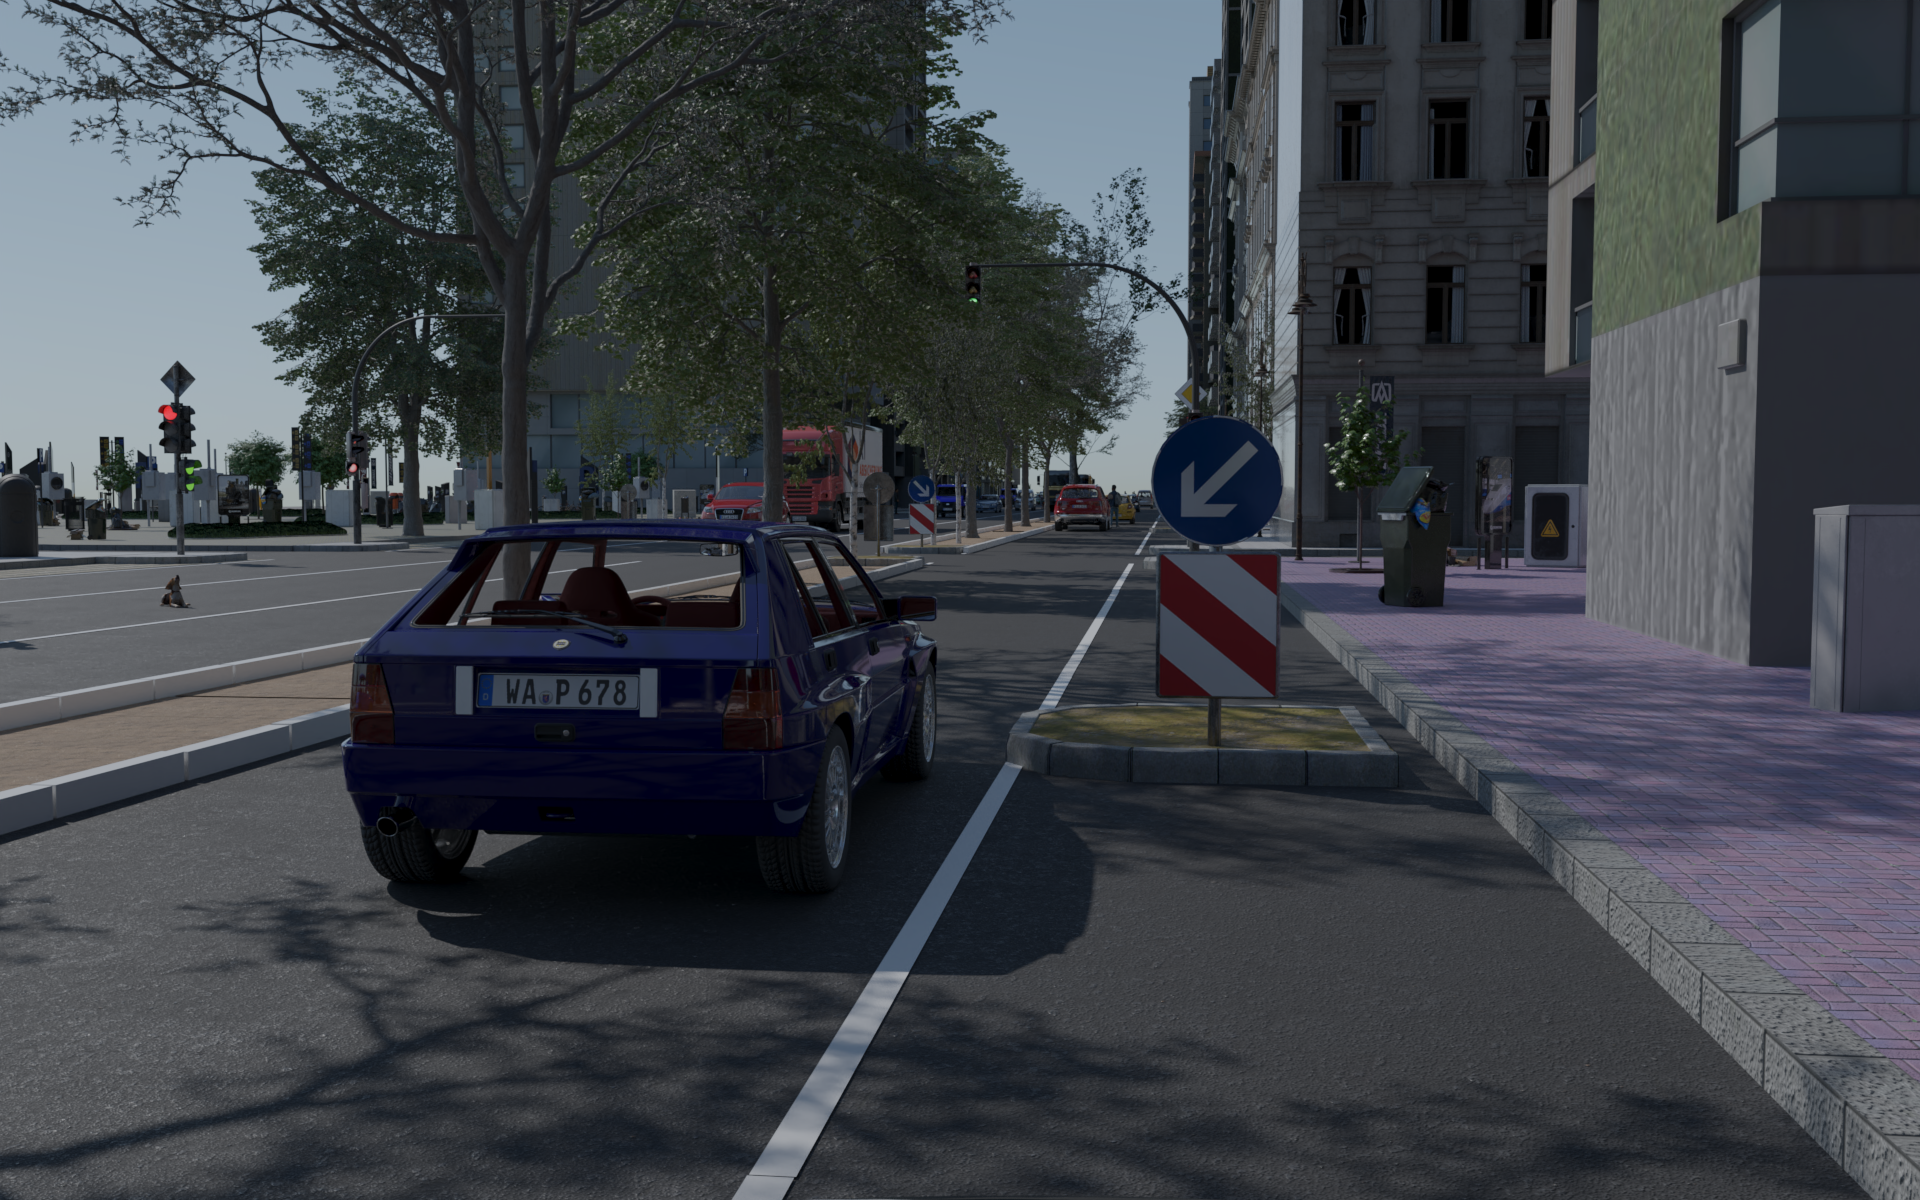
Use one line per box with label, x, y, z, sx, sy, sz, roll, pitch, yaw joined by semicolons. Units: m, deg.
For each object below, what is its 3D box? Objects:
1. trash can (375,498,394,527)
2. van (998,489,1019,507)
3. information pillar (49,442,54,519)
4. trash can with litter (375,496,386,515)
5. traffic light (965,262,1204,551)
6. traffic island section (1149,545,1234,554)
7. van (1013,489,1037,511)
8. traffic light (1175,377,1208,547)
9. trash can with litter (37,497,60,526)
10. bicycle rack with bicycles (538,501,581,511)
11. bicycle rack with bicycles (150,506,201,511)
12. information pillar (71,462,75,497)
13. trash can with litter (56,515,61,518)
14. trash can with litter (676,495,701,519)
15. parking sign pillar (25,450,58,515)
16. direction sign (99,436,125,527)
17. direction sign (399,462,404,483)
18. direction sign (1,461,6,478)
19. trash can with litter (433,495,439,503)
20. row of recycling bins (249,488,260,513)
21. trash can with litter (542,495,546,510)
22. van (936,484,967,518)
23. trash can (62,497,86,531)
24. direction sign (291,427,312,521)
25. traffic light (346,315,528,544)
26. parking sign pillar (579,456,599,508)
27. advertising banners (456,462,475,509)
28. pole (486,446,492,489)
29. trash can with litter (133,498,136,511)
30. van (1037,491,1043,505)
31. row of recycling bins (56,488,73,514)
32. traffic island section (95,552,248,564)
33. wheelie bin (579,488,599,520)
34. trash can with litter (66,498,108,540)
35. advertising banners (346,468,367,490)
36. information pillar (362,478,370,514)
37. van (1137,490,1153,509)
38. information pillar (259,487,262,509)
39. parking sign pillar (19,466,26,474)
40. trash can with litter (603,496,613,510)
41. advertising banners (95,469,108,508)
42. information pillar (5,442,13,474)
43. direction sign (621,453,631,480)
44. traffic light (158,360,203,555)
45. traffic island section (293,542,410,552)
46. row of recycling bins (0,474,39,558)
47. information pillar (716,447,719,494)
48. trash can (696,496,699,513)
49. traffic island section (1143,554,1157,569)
trash can;-22.203;-3.376;66.843;0.748;1.137;0.748;0;3;0
van;5.391;-11.203;187.550;2.240;2.365;5.245;0;4;8
information pillar;-40.604;-5.266;77.453;0.183;3.616;0.504;-1;4;-19
trash can with litter;-32.867;-5.338;98.656;1.055;1.170;0.624;3;5;43
traffic light;2.488;-3.629;34.001;4.771;5.953;1.251;0;4;7
traffic island section;5.587;-1.201;41.922;2.009;0.180;2.903;0;4;7
van;5.653;-8.720;149.578;2.013;2.044;4.112;0;4;6
traffic light;5.549;-3.235;41.813;0.839;4.253;0.868;0;4;7
trash can with litter;-36.579;-3.550;69.437;0.624;1.170;1.055;0;4;-1
bicycle rack with bicycles;-21.401;-4.905;93.571;2.925;0.926;2.852;-1;4;-20
bicycle rack with bicycles;-42.770;-4.939;94.127;2.925;0.926;2.852;0;4;2
information pillar;-64.132;-8.188;125.229;0.183;3.616;0.504;-3;5;-44
trash can with litter;-49.041;-5.062;93.825;2.233;1.210;1.678;1;4;18
trash can with litter;-13.465;-4.640;86.920;1.678;1.210;2.233;2;4;31
parking sign pillar;-55.608;-7.135;105.135;1.447;3.967;1.447;-1;4;-22
direction sign;-33.368;-4.663;68.230;0.876;3.537;0.379;-2;4;-32
direction sign;-39.431;-8.023;123.174;0.876;3.537;0.379;-1;4;-21
direction sign;-65.515;-7.760;118.873;0.876;3.537;0.379;2;4;32
trash can with litter;-32.422;-5.938;108.149;1.678;1.210;2.233;1;4;11
row of recycling bins;-48.404;-6.684;116.395;1.069;1.692;3.534;1;4;18
trash can with litter;-24.844;-5.673;103.812;1.678;1.210;2.233;-1;4;-18
van;-0.439;-6.249;106.557;2.240;2.365;5.245;0;4;7
trash can;-30.632;-2.953;59.935;0.748;1.137;0.748;0;3;0
direction sign;-22.178;-4.061;58.399;0.876;3.537;0.379;2;4;26
traffic light;-13.370;-4.250;44.148;4.771;5.953;1.251;0;4;7
parking sign pillar;-25.961;-8.117;121.190;1.447;3.967;1.447;1;4;14
advertising banners;-26.890;-5.999;94.266;0.090;3.025;2.074;1;4;12
pole;-19.906;-4.858;73.265;0.158;3.312;0.155;0;3;0
trash can with litter;-55.330;-6.424;116.425;0.624;1.170;1.055;1;4;17
van;11.545;-14.134;238.105;2.013;2.044;4.112;0;4;7
row of recycling bins;-58.611;-6.375;111.352;1.069;1.692;3.534;1;4;16
traffic island section;-16.469;-0.875;36.582;2.009;0.180;2.903;0;4;7
wheelie bin;-17.851;-4.613;83.326;0.980;1.594;0.693;0;4;-1
trash can with litter;-24.432;-2.268;48.472;1.055;1.170;0.624;-1;4;-12
advertising banners;-29.701;-5.394;84.380;0.090;3.025;2.074;3;5;40
information pillar;-26.350;-4.425;76.836;0.304;2.012;0.304;-1;4;-20
van;18.028;-9.910;169.034;2.013;2.044;4.112;0;4;7
information pillar;-46.168;-7.518;114.279;0.183;3.616;0.504;-2;4;-31
parking sign pillar;-67.681;-8.416;126.076;1.447;3.967;1.447;-1;4;-14
trash can with litter;-18.910;-5.028;93.596;0.624;1.170;1.055;-2;4;-25
advertising banners;-61.471;-7.817;123.999;0.090;3.025;2.074;0;4;-4
information pillar;-42.964;-5.316;78.275;0.183;3.616;0.504;0;4;-1
direction sign;-18.559;-6.355;95.902;0.876;3.537;0.379;2;4;26
traffic light;-16.431;-2.907;36.442;0.839;4.253;0.868;0;4;7
traffic island section;-15.495;-1.359;44.508;2.009;0.180;2.903;0;4;7
row of recycling bins;-20.627;-1.726;35.329;3.534;1.692;1.069;0;4;0
information pillar;-11.993;-5.771;85.714;0.183;3.616;0.504;0;4;2
trash can;-18.199;-6.520;118.252;0.748;1.137;0.748;0;3;0
traffic island section;4.614;-0.717;33.997;2.009;0.180;2.903;0;4;7
